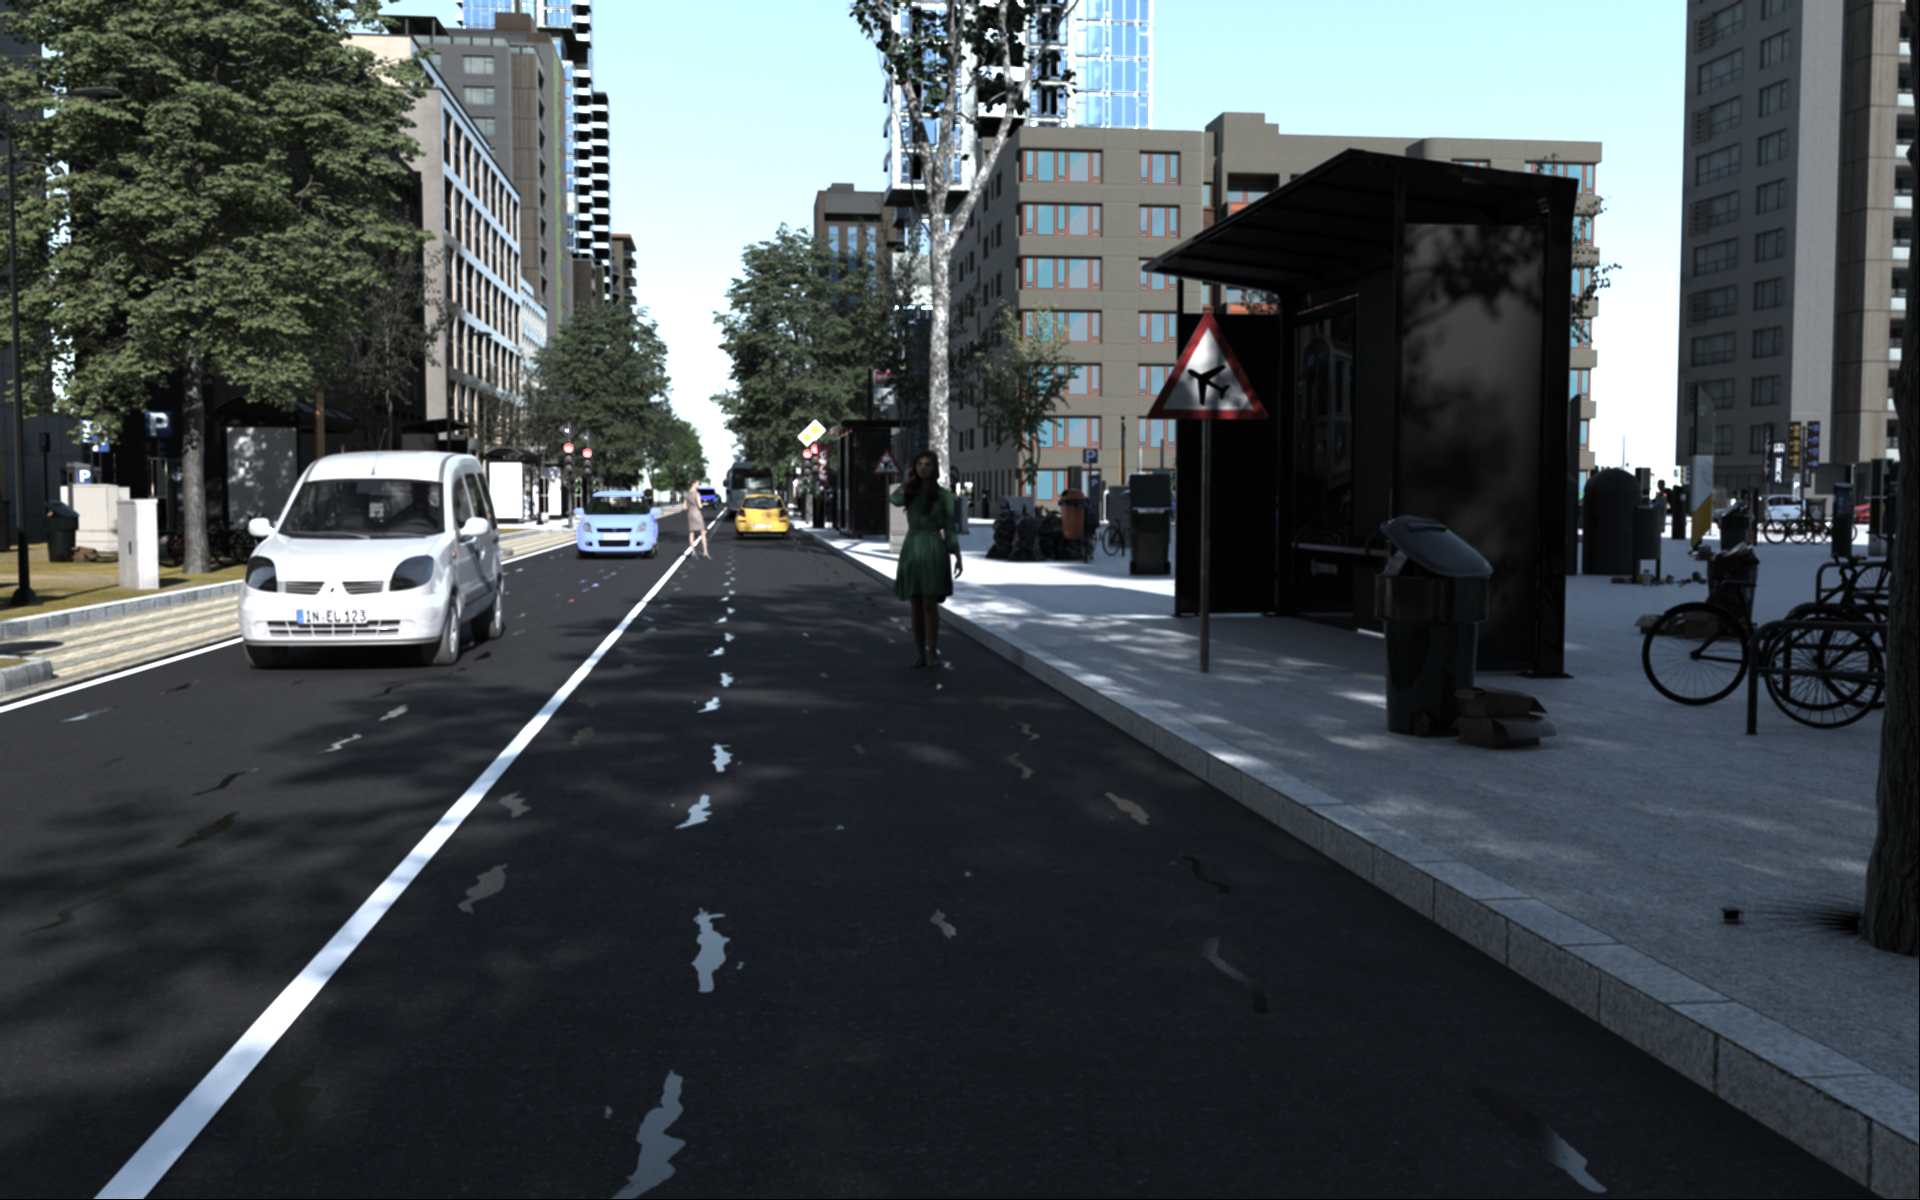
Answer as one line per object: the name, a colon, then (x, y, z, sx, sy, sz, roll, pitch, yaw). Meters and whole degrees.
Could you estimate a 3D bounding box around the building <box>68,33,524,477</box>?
building: (-39.774, -18.680, 109.937, 19.350, 26.468, 34.151, 0, 4, -7)

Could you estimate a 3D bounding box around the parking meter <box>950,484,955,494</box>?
parking meter: (-0.504, -5.833, 101.082, 0.399, 1.863, 0.255, 2, 4, 31)

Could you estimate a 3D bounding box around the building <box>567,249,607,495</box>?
building: (-49.374, -26.461, 204.341, 14.160, 30.474, 14.107, 0, 4, -7)

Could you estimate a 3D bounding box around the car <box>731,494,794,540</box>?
car: (-6.348, -2.782, 55.705, 2.015, 1.641, 3.980, 0, 4, -6)

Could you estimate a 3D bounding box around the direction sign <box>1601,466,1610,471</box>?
direction sign: (52.157, -9.056, 140.067, 0.876, 3.537, 0.379, -1, 4, -18)

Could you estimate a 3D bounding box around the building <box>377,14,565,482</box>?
building: (-42.706, -28.631, 151.707, 14.154, 41.232, 14.086, 0, 4, -7)

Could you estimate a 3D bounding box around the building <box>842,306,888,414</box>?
building: (2.921, -20.215, 175.547, 27.650, 21.520, 28.899, 0, 4, -7)

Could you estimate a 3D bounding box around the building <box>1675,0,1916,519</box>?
building: (48.876, -25.029, 92.813, 14.086, 41.232, 14.154, 0, 4, -7)

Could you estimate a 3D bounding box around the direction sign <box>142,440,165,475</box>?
direction sign: (-33.852, -4.942, 72.797, 0.876, 3.537, 0.379, -1, 4, -22)

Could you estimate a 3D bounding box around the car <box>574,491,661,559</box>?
car: (-7.790, -1.830, 39.506, 1.945, 1.707, 3.694, -1, 4, -8)

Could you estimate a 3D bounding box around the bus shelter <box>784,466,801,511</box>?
bus shelter: (-11.980, -8.237, 128.604, 2.014, 3.302, 5.546, 0, 4, -7)

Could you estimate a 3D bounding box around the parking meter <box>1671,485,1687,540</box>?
parking meter: (20.344, -2.482, 48.989, 0.372, 1.533, 0.369, 0, 3, 0)

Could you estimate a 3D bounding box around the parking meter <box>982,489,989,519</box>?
parking meter: (1.308, -4.941, 89.191, 0.372, 1.533, 0.369, 0, 3, 0)

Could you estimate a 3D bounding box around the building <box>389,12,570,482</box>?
building: (-45.197, -31.522, 165.496, 14.600, 45.320, 14.200, 0, 4, -7)

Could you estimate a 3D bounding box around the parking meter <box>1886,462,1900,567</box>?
parking meter: (15.752, -1.423, 28.980, 0.399, 1.863, 0.255, -1, 4, -12)

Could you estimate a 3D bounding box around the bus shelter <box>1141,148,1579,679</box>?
bus shelter: (3.109, -1.451, 15.003, 1.731, 3.624, 6.357, 0, 4, -7)

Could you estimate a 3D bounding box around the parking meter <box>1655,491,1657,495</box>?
parking meter: (58.711, -8.442, 146.438, 0.372, 1.533, 0.369, 0, 3, 0)

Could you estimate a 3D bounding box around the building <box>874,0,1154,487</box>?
building: (2.777, -50.164, 132.860, 22.319, 86.520, 31.000, 0, 4, -7)

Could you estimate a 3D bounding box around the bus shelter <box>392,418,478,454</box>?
bus shelter: (-17.066, -3.997, 56.632, 1.731, 3.624, 6.357, 0, 4, -7)

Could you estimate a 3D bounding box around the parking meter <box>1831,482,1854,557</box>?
parking meter: (17.984, -1.644, 35.294, 0.372, 1.533, 0.369, 0, 3, 0)

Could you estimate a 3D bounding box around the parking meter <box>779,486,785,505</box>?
parking meter: (-12.644, -7.180, 123.096, 0.399, 1.863, 0.255, 3, 5, 39)

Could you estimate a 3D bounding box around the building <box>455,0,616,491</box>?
building: (-60.423, -57.296, 249.455, 22.319, 86.520, 31.000, 0, 4, -7)

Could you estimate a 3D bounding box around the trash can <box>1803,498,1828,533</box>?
trash can: (28.532, -2.821, 57.781, 0.748, 1.137, 0.748, 0, 3, 0)

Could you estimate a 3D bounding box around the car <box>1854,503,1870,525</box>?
car: (40.803, -4.048, 75.227, 4.494, 1.783, 2.155, 0, 4, -7)

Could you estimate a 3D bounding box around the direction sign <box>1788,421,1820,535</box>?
direction sign: (26.299, -3.795, 54.045, 0.876, 3.537, 0.379, 3, 4, 37)

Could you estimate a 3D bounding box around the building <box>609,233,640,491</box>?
building: (-63.704, -38.288, 280.634, 22.147, 44.769, 28.867, 0, 4, -7)

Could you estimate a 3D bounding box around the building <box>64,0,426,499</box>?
building: (-34.068, -15.611, 84.925, 12.332, 23.373, 15.834, 0, 4, -7)

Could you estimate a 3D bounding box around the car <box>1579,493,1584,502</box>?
car: (27.059, -3.953, 73.424, 4.718, 1.807, 1.959, -1, 4, -9)

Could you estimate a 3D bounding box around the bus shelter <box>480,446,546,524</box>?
bus shelter: (-19.729, -5.043, 76.369, 2.014, 3.302, 5.546, 0, 4, -7)

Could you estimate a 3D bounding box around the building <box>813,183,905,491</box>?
building: (-13.744, -36.626, 248.951, 14.600, 45.320, 14.200, 0, 4, -7)

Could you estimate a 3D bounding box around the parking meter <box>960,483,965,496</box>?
parking meter: (0.124, -5.032, 87.976, 0.255, 1.863, 0.399, 0, 4, -4)

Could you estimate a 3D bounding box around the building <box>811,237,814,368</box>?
building: (-16.811, -36.301, 277.111, 14.154, 41.232, 14.086, 0, 4, -7)

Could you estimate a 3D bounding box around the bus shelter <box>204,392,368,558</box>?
bus shelter: (-14.320, -2.645, 37.177, 2.014, 3.302, 5.546, 0, 4, -7)

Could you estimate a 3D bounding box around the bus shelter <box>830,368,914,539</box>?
bus shelter: (-2.820, -4.615, 53.087, 2.179, 5.291, 8.768, 0, 4, -7)

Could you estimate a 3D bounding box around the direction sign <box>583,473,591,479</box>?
direction sign: (-19.851, -6.131, 92.237, 0.379, 3.537, 0.876, -3, 4, -36)

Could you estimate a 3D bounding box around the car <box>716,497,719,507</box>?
car: (-27.576, -11.165, 191.338, 1.959, 1.807, 4.718, -1, 4, -8)

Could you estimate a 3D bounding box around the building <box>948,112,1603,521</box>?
building: (15.364, -15.415, 97.075, 28.899, 21.520, 27.650, 0, 4, -7)

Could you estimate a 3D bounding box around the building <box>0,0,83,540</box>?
building: (-36.119, -36.820, 40.264, 20.611, 71.187, 20.563, 0, 4, -7)

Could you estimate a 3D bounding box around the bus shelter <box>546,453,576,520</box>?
bus shelter: (-20.718, -5.739, 87.759, 2.014, 3.302, 5.546, 0, 4, -7)

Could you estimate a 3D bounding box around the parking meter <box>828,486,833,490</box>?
parking meter: (-9.255, -7.223, 123.806, 0.255, 1.863, 0.399, 0, 4, 4)

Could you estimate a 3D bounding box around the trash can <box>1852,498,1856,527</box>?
trash can: (32.949, -3.232, 64.504, 0.748, 1.137, 0.748, 0, 3, 0)

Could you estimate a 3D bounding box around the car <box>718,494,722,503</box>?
car: (-38.819, -16.248, 275.436, 2.009, 1.686, 4.222, -1, 4, -9)

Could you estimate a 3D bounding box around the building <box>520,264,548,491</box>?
building: (-38.612, -17.198, 135.937, 10.420, 20.320, 16.860, 0, 4, -7)

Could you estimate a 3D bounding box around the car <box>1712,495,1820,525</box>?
car: (34.580, -3.812, 74.322, 4.499, 1.417, 2.014, 0, 4, -8)

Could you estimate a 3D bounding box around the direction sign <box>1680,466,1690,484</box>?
direction sign: (54.631, -8.475, 130.564, 0.876, 3.537, 0.379, -1, 4, -22)

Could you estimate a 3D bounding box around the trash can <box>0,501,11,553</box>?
trash can: (-21.234, -1.615, 38.054, 0.748, 1.137, 0.748, 0, 3, 0)

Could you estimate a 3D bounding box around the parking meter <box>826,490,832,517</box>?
parking meter: (-7.477, -5.530, 98.824, 0.372, 1.533, 0.369, 0, 3, 0)

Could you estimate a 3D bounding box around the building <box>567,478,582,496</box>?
building: (-56.504, -30.064, 183.426, 32.217, 40.220, 23.993, 0, 4, -7)
